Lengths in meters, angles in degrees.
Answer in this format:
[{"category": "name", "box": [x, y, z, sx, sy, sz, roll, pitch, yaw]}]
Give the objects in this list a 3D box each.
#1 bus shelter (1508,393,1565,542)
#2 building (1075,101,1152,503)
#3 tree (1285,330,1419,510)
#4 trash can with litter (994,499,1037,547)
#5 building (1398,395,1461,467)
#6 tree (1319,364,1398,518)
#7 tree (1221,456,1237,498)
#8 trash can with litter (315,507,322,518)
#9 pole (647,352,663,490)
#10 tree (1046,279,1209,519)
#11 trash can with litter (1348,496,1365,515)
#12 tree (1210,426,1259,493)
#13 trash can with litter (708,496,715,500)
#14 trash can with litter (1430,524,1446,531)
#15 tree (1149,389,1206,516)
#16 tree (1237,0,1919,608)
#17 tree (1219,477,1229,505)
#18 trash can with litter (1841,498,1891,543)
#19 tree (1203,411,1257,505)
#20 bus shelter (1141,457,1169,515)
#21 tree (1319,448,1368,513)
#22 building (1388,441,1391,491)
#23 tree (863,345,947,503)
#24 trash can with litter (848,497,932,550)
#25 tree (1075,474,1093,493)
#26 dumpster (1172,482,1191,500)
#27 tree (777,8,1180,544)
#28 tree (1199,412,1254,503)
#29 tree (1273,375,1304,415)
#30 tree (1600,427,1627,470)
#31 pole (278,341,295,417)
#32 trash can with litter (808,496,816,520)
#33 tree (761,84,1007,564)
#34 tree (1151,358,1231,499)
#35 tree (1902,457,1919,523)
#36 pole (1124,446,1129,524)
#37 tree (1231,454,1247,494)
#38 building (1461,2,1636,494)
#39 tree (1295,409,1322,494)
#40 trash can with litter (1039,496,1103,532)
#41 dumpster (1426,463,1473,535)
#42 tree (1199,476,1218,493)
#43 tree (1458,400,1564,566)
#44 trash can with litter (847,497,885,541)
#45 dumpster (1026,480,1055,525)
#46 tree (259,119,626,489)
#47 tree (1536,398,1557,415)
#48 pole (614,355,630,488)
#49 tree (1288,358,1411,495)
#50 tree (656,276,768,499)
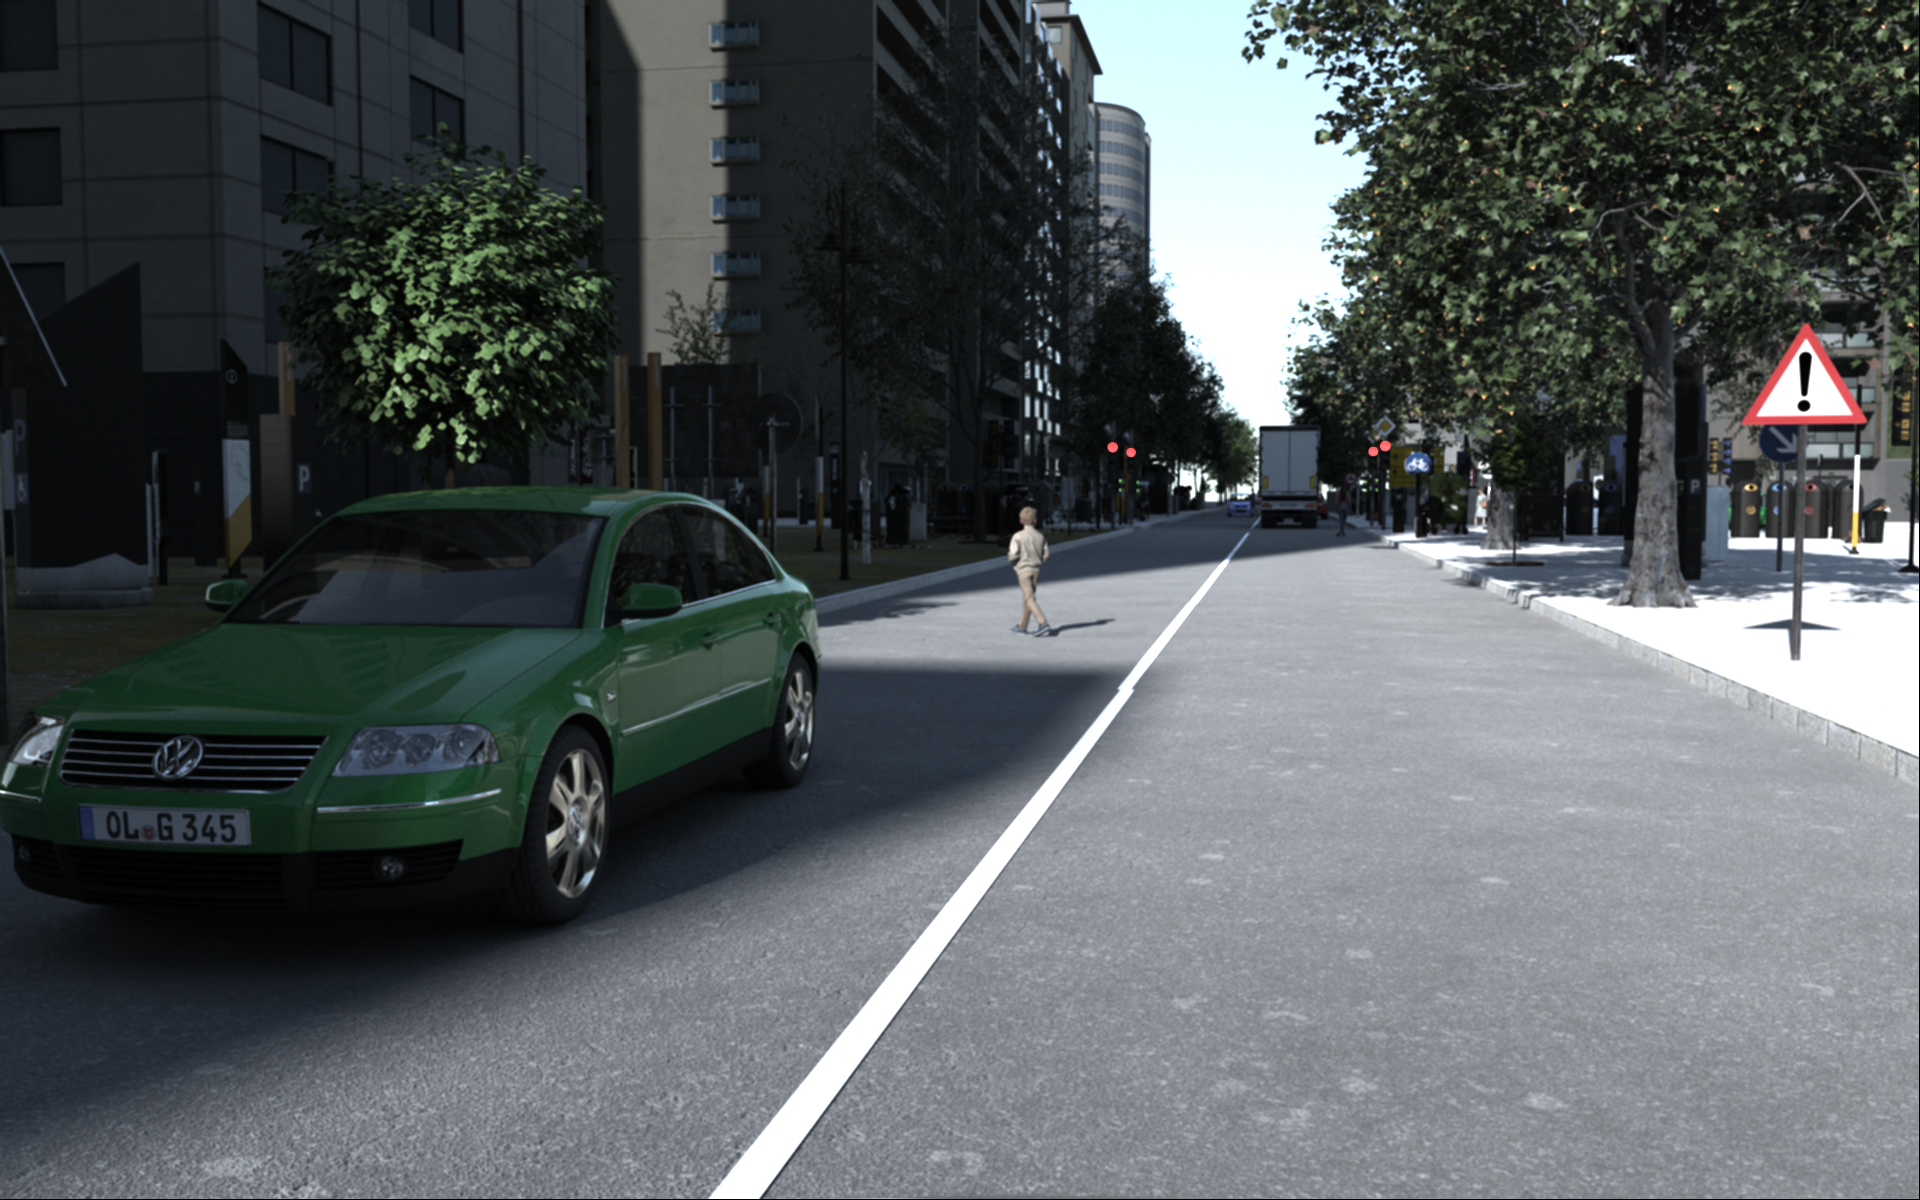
[{"category": "bus shelter", "box": [16.516, -4.440, 50.224, 2.179, 5.291, 8.768, 1, 4, 10]}, {"category": "building", "box": [16.870, -43.856, 259.042, 21.231, 58.520, 28.212, 1, 4, 10]}, {"category": "tree", "box": [28.883, -13.503, 127.435, 9.857, 13.997, 8.962, 0, 3, 0]}, {"category": "trash can with litter", "box": [1.342, -1.883, 42.180, 1.055, 1.170, 0.624, 2, 4, 26]}, {"category": "building", "box": [80.467, -41.002, 259.627, 28.713, 52.752, 27.495, 1, 4, 10]}, {"category": "tree", "box": [21.244, -8.680, 92.286, 4.360, 8.622, 3.978, 0, 3, 0]}, {"category": "tree", "box": [42.550, -19.755, 273.352, 4.737, 8.622, 4.395, 0, 3, 0]}, {"category": "trash can with litter", "box": [-13.839, -1.504, 35.977, 0.624, 1.170, 1.055, 1, 4, 23]}, {"category": "pole", "box": [-4.404, -1.908, 25.044, 0.158, 3.312, 0.155, 0, 3, 0]}, {"category": "tree", "box": [9.270, -10.649, 91.116, 9.611, 12.733, 9.660, 0, 3, 0]}, {"category": "trash can with litter", "box": [23.866, -5.688, 104.384, 1.055, 1.170, 0.624, -1, 4, -8]}, {"category": "tree", "box": [46.228, -23.483, 290.593, 9.857, 13.997, 8.962, 0, 3, 0]}, {"category": "trash can with litter", "box": [-11.857, -4.268, 80.841, 1.678, 1.210, 2.233, 1, 4, 20]}, {"category": "trash can with litter", "box": [16.985, -3.022, 60.803, 1.055, 1.170, 0.624, -2, 4, -32]}, {"category": "tree", "box": [12.593, -9.368, 103.523, 4.360, 8.622, 3.978, 0, 3, 0]}, {"category": "tree", "box": [8.027, -6.282, 19.724, 9.611, 12.733, 9.660, 0, 3, 0]}, {"category": "tree", "box": [29.470, -12.331, 196.208, 1.663, 3.219, 1.824, 0, 3, 0]}, {"category": "trash can with litter", "box": [23.629, -2.066, 45.173, 1.055, 1.170, 0.624, 0, 4, 0]}, {"category": "tree", "box": [31.675, -17.320, 208.942, 9.928, 11.665, 9.643, 0, 3, 0]}, {"category": "bus shelter", "box": [12.579, -7.259, 109.965, 1.731, 3.624, 6.357, 1, 4, 10]}, {"category": "tree", "box": [26.261, -8.274, 118.998, 4.285, 4.588, 4.351, 0, 3, 0]}, {"category": "building", "box": [82.287, -40.406, 284.333, 21.300, 48.544, 21.600, 1, 4, 10]}, {"category": "tree", "box": [-2.502, -8.230, 84.924, 4.737, 8.622, 4.395, 0, 3, 0]}, {"category": "trash can with litter", "box": [-1.734, -1.823, 40.869, 2.233, 1.210, 1.678, -1, 4, -9]}, {"category": "tree", "box": [9.729, -8.654, 136.102, 1.663, 3.219, 1.824, 0, 3, 0]}, {"category": "dumpster", "box": [18.048, -8.496, 141.407, 1.502, 2.255, 1.985, 1, 4, 10]}, {"category": "tree", "box": [0.370, -8.222, 44.798, 12.009, 13.543, 11.850, 0, 3, 0]}, {"category": "tree", "box": [36.885, -19.743, 240.931, 7.486, 12.596, 7.792, 0, 3, 0]}, {"category": "tree", "box": [51.952, -24.161, 250.918, 12.611, 20.169, 13.585, 0, 3, 0]}, {"category": "tree", "box": [28.528, -5.411, 72.191, 4.285, 4.588, 4.351, 0, 3, 0]}, {"category": "pole", "box": [-9.030, -1.801, 23.294, 0.158, 3.312, 0.155, 0, 3, 0]}, {"category": "trash can with litter", "box": [-7.343, -4.463, 84.353, 0.624, 1.170, 1.055, 3, 5, 41]}, {"category": "tree", "box": [-1.584, -4.956, 31.396, 4.360, 8.622, 3.978, 0, 3, 0]}, {"category": "tree", "box": [14.679, -11.259, 118.501, 7.601, 10.594, 8.767, 1, 4, 17]}, {"category": "tree", "box": [42.662, -4.987, 76.135, 1.663, 3.219, 1.824, 0, 3, 0]}, {"category": "pole", "box": [7.059, -4.871, 73.476, 0.158, 3.312, 0.155, 0, 3, 0]}, {"category": "tree", "box": [44.470, -20.247, 281.405, 4.360, 8.622, 3.978, 0, 3, 0]}, {"category": "building", "box": [59.869, -51.779, 159.259, 22.319, 86.520, 31.000, 1, 4, 10]}, {"category": "tree", "box": [40.806, -16.537, 196.129, 9.928, 11.665, 9.643, 0, 3, 0]}, {"category": "trash can with litter", "box": [3.822, -2.925, 58.880, 2.233, 1.210, 1.678, 0, 4, 4]}, {"category": "dumpster", "box": [15.502, -3.227, 55.253, 1.502, 2.255, 1.985, 1, 4, 10]}, {"category": "tree", "box": [23.759, -10.680, 169.219, 1.663, 3.219, 1.824, 0, 3, 0]}, {"category": "tree", "box": [10.046, -2.230, 31.054, 1.663, 3.219, 1.824, 0, 3, 0]}, {"category": "trash can with litter", "box": [-2.597, -2.227, 47.798, 0.624, 1.170, 1.055, 3, 5, 40]}, {"category": "dumpster", "box": [3.237, -4.057, 72.098, 1.264, 1.857, 1.865, 1, 4, 10]}, {"category": "tree", "box": [-4.477, -1.939, 15.413, 4.285, 4.588, 4.351, 0, 3, 0]}, {"category": "tree", "box": [23.176, -7.391, 71.205, 4.360, 8.622, 3.978, 0, 3, 0]}, {"category": "pole", "box": [-4.969, -1.937, 25.510, 0.158, 3.312, 0.155, 0, 3, 0]}, {"category": "tree", "box": [25.045, -10.851, 111.831, 8.767, 10.594, 7.601, 1, 4, 10]}, {"category": "tree", "box": [-8.699, -6.685, 59.661, 4.737, 8.622, 4.395, 0, 3, 0]}]
